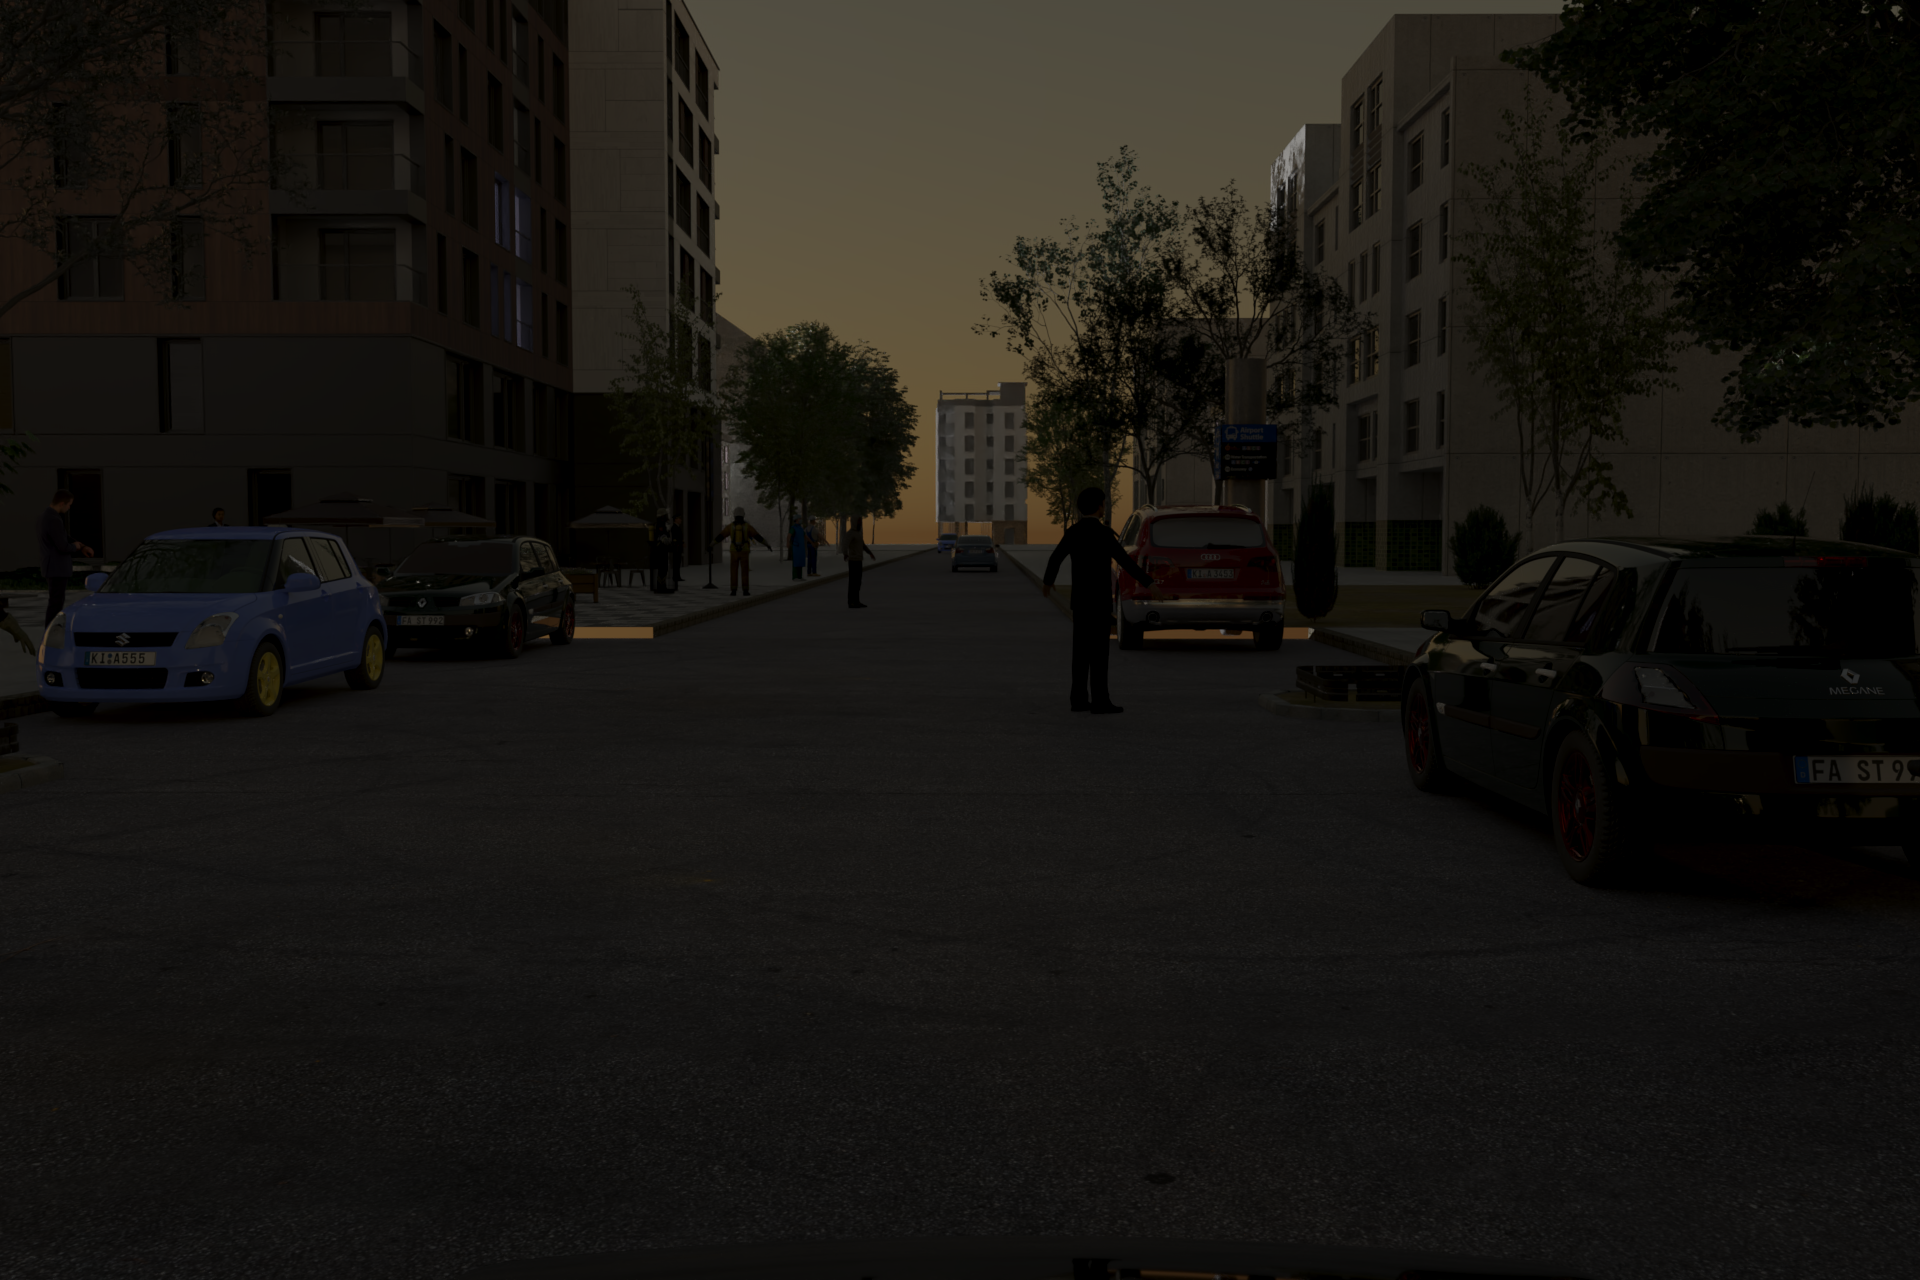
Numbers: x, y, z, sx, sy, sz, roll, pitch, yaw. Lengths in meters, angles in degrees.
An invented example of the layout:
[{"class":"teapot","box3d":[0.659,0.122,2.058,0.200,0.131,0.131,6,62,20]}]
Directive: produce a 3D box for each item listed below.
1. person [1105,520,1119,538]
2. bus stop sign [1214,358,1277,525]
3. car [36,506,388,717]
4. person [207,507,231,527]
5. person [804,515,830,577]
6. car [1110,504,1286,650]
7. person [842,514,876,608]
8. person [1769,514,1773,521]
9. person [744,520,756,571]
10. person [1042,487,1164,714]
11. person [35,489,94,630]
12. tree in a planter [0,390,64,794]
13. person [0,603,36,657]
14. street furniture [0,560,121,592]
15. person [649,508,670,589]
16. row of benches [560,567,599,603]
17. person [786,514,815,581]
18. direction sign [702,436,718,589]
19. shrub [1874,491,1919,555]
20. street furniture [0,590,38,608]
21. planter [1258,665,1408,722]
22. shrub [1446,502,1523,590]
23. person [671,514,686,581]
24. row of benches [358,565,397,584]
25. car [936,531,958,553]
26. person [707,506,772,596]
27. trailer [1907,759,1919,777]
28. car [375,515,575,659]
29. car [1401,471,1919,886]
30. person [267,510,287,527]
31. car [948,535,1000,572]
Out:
[{"class":"person","box3d":[5.281,-3.431,62.363,1.348,1.796,0.705,-1,4,-12]},{"class":"bus stop sign","box3d":[4.322,-2.279,26.278,0.837,3.901,0.837,0,4,2]},{"class":"car","box3d":[-6.237,-0.312,14.689,1.945,1.707,3.694,0,4,1]},{"class":"person","box3d":[-12.774,-1.423,29.982,1.216,1.740,0.721,-3,5,-42]},{"class":"person","box3d":[-4.441,-2.842,52.320,1.347,1.847,0.705,3,5,45]},{"class":"car","box3d":[2.991,-0.876,22.993,2.281,1.827,5.304,0,4,1]},{"class":"person","box3d":[-2.004,-1.532,33.626,0.705,1.813,1.348,1,4,21]},{"class":"person","box3d":[21.179,-2.414,45.608,0.704,1.843,1.345,2,4,29]},{"class":"person","box3d":[-7.335,-3.272,59.964,0.721,1.772,1.216,-2,4,-28]},{"class":"person","box3d":[1.082,-0.323,13.932,0.705,1.806,1.347,-3,5,-39]},{"class":"person","box3d":[-9.717,-0.755,18.834,0.568,1.767,0.683,-3,5,-42]},{"class":"tree in a planter","box3d":[-6.271,-0.759,9.625,1.991,3.239,1.994,0,4,1]},{"class":"person","box3d":[-4.691,0.075,7.361,1.346,1.812,0.704,-1,4,-13]},{"class":"street furniture","box3d":[-24.039,-1.492,40.026,10.072,0.657,5.734,0,4,-8]},{"class":"person","box3d":[-6.602,-2.008,38.605,0.705,1.856,1.354,-1,4,-16]},{"class":"row of benches","box3d":[-8.113,-1.105,33.525,1.422,0.672,4.104,-3,4,-37]},{"class":"person","box3d":[-4.383,-2.508,47.127,0.704,1.817,1.347,2,4,28]},{"class":"direction sign","box3d":[-5.858,-2.968,40.529,0.379,3.537,0.876,0,4,2]},{"class":"shrub","box3d":[17.041,-1.700,31.835,1.661,2.075,1.752,0,3,0]},{"class":"street furniture","box3d":[-19.390,-1.310,28.280,9.812,1.723,11.010,1,4,22]},{"class":"planter","box3d":[3.497,0.427,14.165,1.991,0.319,1.994,0,4,0]},{"class":"shrub","box3d":[12.160,-2.187,40.178,1.690,2.028,1.600,0,3,0]},{"class":"person","box3d":[-7.660,-2.516,47.069,0.705,1.837,1.347,0,4,1]},{"class":"row of benches","box3d":[-11.989,-1.142,34.132,4.104,0.672,1.422,3,4,36]},{"class":"car","box3d":[-0.813,-7.366,130.019,1.945,1.707,3.694,0,4,1]},{"class":"person","box3d":[-4.589,-1.854,36.075,1.354,1.858,0.705,0,4,-3]},{"class":"trailer","box3d":[3.084,0.212,3.579,1.471,1.999,3.904,0,3,0]},{"class":"car","box3d":[-5.923,-0.693,21.123,2.009,1.686,4.222,0,4,1]},{"class":"car","box3d":[3.379,0.083,8.426,2.009,1.686,4.222,0,4,1]},{"class":"person","box3d":[-14.626,-1.901,37.270,1.347,1.806,0.705,2,4,24]},{"class":"car","box3d":[0.546,-3.318,66.244,2.014,1.417,4.499,0,4,0]}]
